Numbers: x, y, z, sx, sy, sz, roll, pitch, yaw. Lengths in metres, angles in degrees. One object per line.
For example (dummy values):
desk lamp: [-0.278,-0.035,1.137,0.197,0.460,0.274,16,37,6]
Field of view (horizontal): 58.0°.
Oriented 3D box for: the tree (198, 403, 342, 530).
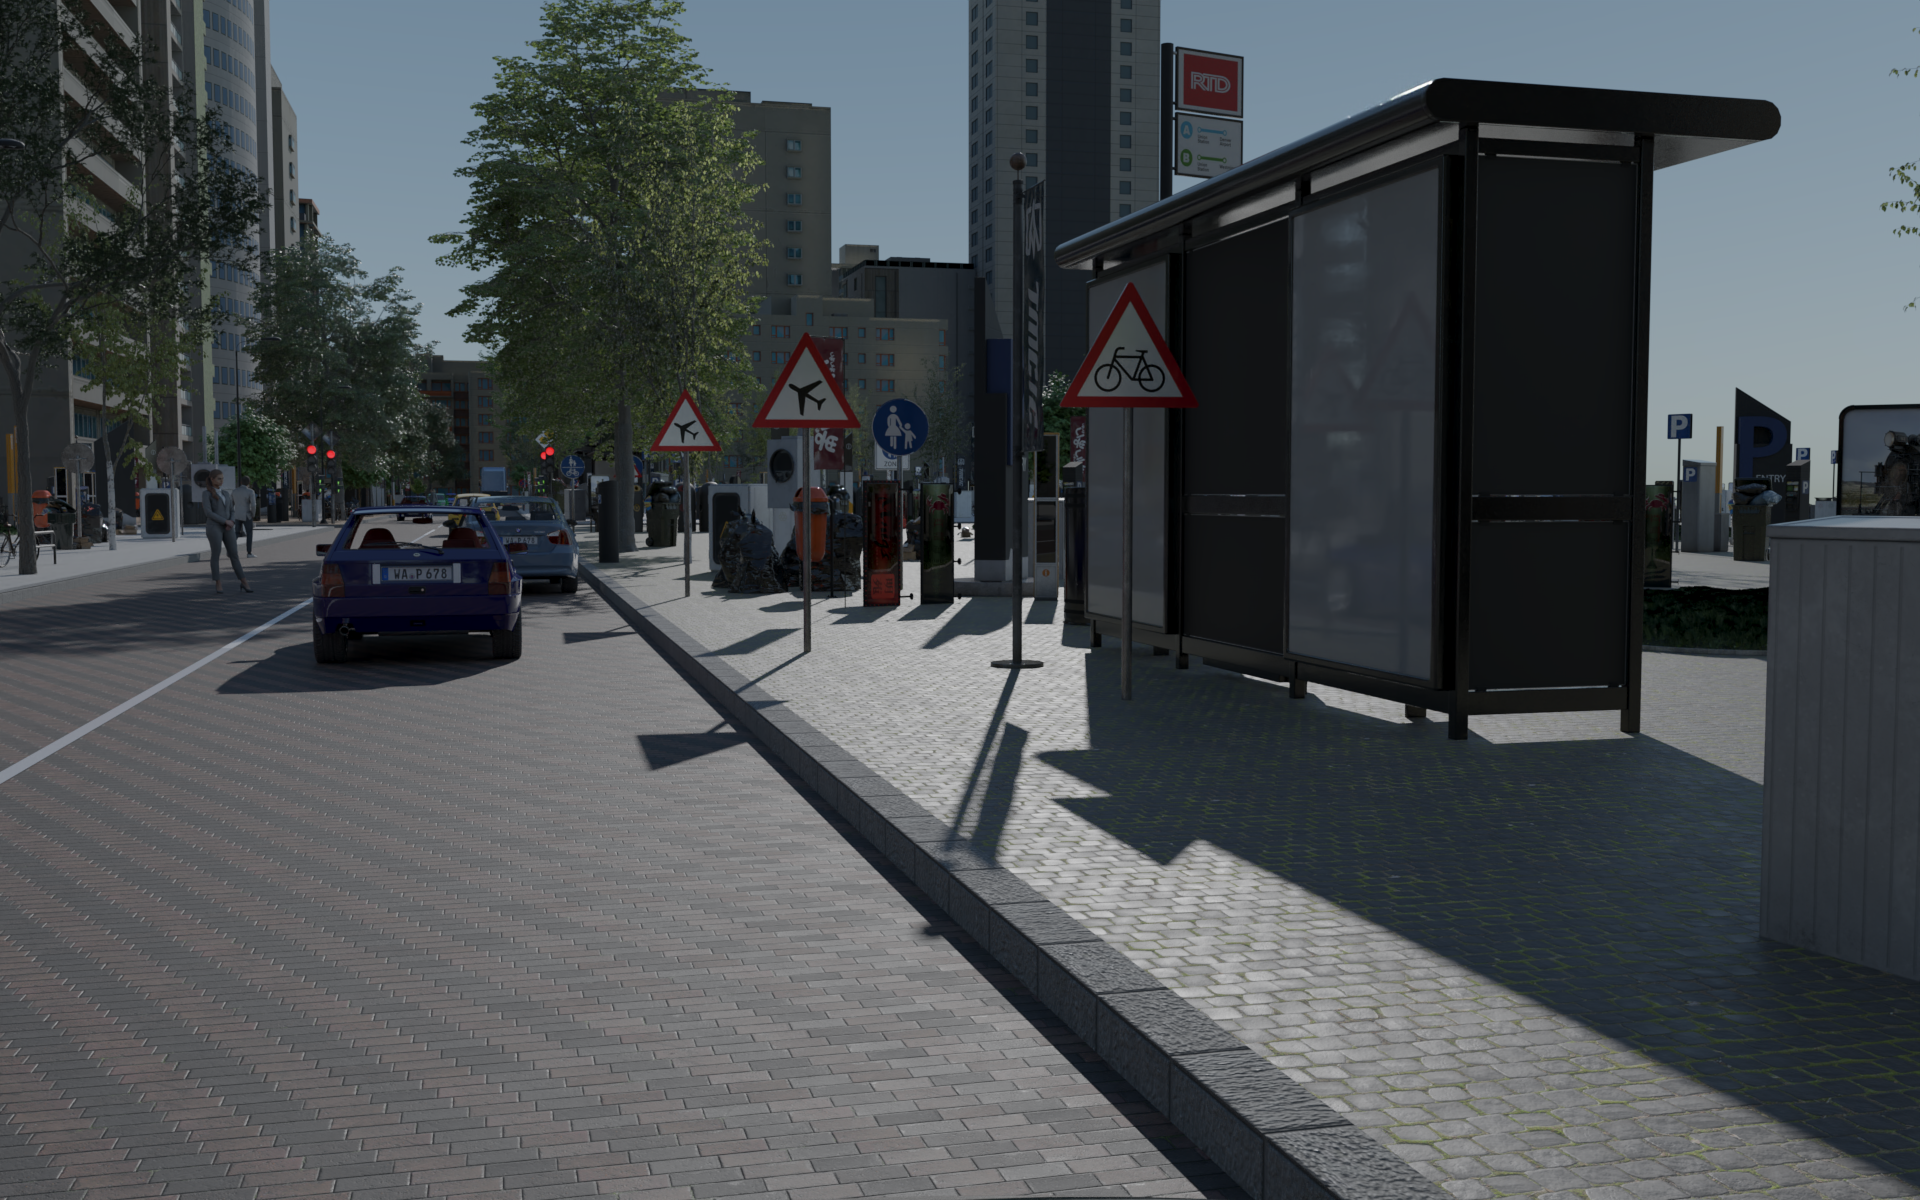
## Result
tree: [-25.218,-4.772,61.728,4.285,4.588,4.351,0,3,0]

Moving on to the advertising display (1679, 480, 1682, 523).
advertising display: [32.312,-4.425,77.556,0.123,1.923,0.974,2,4,27]

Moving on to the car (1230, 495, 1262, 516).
car: [13.299,-4.119,79.707,4.827,1.381,2.083,-1,4,-16]

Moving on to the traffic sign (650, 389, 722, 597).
traffic sign: [-3.412,-1.321,21.604,0.884,2.594,0.081,-1,4,-9]

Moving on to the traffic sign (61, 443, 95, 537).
traffic sign: [-21.860,-2.620,42.946,0.768,2.556,0.104,-1,4,-10]

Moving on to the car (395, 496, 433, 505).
car: [-29.525,-4.966,93.780,1.945,1.354,3.894,-1,4,-14]

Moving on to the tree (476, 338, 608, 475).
tree: [-24.757,-10.899,103.948,9.928,11.665,9.643,0,3,0]

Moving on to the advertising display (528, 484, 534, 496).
advertising display: [-28.285,-6.668,114.230,0.123,1.923,0.974,-2,4,-28]

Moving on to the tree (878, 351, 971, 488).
tree: [-1.447,-8.509,89.486,4.360,8.622,3.978,0,3,0]

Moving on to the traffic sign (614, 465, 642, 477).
traffic sign: [-10.561,-3.369,55.080,0.884,2.594,0.081,-1,4,-14]

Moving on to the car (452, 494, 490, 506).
car: [-16.973,-3.069,60.406,2.015,1.641,3.980,-1,4,-17]

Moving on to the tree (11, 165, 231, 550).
tree: [-19.147,-5.446,39.410,4.737,8.622,4.395,0,3,0]

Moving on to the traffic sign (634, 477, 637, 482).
traffic sign: [-12.020,-3.721,62.969,0.606,2.300,0.079,-1,4,-10]

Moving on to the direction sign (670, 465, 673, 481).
direction sign: [-22.214,-8.751,135.081,0.379,3.537,0.876,3,5,44]

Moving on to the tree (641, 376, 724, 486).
tree: [-15.181,-8.699,92.597,4.737,8.622,4.395,0,3,0]

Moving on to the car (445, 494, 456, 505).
car: [-59.051,-11.706,200.987,1.945,1.707,3.694,-1,4,-13]

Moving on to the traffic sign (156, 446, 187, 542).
traffic sign: [-20.997,-2.817,46.169,0.768,2.556,0.104,-1,4,-11]

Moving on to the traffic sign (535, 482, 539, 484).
traffic sign: [-32.354,-8.169,133.662,0.768,2.556,0.104,-1,4,-9]

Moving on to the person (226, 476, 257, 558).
person: [-16.084,-1.862,38.794,0.661,1.843,0.795,1,4,11]

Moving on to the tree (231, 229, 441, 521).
tree: [-29.952,-10.793,83.113,9.857,13.997,8.962,0,3,0]

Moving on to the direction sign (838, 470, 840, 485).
direction sign: [-6.672,-6.364,96.047,0.379,3.537,0.876,1,4,9]

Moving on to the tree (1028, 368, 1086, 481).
tree: [2.624,-3.765,45.272,4.285,4.588,4.351,0,3,0]

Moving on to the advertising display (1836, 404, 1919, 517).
advertising display: [6.805,-0.439,12.390,0.974,1.923,0.123,2,4,30]

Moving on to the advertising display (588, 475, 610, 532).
advertising display: [-12.206,-3.267,58.633,0.123,1.923,0.974,2,4,31]

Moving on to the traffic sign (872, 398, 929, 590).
traffic sign: [-0.803,-1.412,23.188,0.768,2.556,0.104,-1,4,-9]

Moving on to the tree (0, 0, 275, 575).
tree: [-14.860,-5.706,27.706,8.767,10.594,7.601,0,4,2]

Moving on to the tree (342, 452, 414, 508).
tree: [-34.023,-6.986,97.941,4.285,4.588,4.351,0,3,0]

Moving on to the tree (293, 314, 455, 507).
tree: [-37.973,-11.848,110.725,9.611,12.733,9.660,0,3,0]

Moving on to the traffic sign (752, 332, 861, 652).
traffic sign: [-1.243,-0.857,14.023,0.884,2.594,0.081,-1,4,-14]

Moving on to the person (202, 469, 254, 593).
person: [-10.594,-0.994,25.034,0.573,1.790,0.520,1,4,9]

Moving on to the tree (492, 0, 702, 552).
tree: [-7.767,-7.333,38.015,7.486,12.596,7.792,0,3,0]

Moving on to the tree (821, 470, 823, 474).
tree: [-11.168,-11.268,134.597,4.737,8.622,4.395,0,3,0]

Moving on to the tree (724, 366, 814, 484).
tree: [-11.063,-9.178,100.418,4.737,8.622,4.395,0,3,0]

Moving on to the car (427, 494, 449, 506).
car: [-42.993,-8.162,142.250,1.959,1.807,4.718,-1,4,-13]

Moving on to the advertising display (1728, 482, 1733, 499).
advertising display: [42.348,-5.453,94.374,0.123,1.923,0.974,-3,5,-40]

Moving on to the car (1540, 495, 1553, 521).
car: [29.881,-4.554,86.465,4.499,1.417,2.014,-1,4,-17]

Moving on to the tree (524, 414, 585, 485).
tree: [-28.400,-10.393,120.289,4.737,8.622,4.395,0,3,0]

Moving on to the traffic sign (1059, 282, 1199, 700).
traffic sign: [1.039,-0.656,10.733,0.884,2.594,0.081,-1,4,-10]

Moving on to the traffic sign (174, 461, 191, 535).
traffic sign: [-24.316,-3.178,54.098,0.606,2.300,0.079,-1,4,-11]

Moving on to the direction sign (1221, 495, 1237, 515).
direction sign: [3.257,-1.795,21.344,0.379,3.537,0.876,-1,4,-14]

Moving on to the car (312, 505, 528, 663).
car: [-5.016,-0.220,16.171,1.945,1.354,3.894,-1,4,-16]

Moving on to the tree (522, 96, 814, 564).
tree: [-5.219,-4.966,31.557,4.360,8.622,3.978,0,3,0]

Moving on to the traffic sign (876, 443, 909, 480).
traffic sign: [-1.186,-1.719,30.239,0.606,2.300,0.079,-1,4,-10]

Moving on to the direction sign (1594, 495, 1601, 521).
direction sign: [6.947,-1.641,18.829,0.876,3.537,0.379,3,4,37]

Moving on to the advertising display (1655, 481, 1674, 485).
advertising display: [33.686,-4.749,82.864,0.123,1.923,0.974,-2,4,-33]

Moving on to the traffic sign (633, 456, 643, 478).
traffic sign: [-10.796,-3.477,56.948,0.768,2.556,0.104,0,4,-6]

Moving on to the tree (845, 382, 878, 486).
tree: [-6.423,-9.951,113.060,4.360,8.622,3.978,0,3,0]

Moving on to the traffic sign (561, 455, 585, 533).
traffic sign: [-12.639,-3.453,56.568,0.768,2.556,0.104,-1,4,-8]

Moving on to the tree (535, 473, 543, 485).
tree: [-30.815,-8.283,130.023,1.663,3.219,1.824,0,3,0]

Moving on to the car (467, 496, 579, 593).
car: [-6.762,-0.866,26.158,2.014,1.417,4.499,-1,4,-17]

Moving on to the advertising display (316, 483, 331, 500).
advertising display: [-37.099,-5.865,101.110,0.974,1.923,0.123,-3,5,-45]

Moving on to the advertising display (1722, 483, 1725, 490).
advertising display: [45.869,-6.078,104.582,0.974,1.923,0.123,-3,4,-38]

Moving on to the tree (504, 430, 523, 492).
tree: [-34.895,-11.736,142.251,4.360,8.622,3.978,0,3,0]

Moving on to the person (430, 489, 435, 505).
person: [-39.203,-7.336,128.538,0.767,1.812,0.694,-2,4,-28]

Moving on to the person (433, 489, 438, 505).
person: [-39.680,-7.443,130.381,0.709,1.800,0.728,1,4,9]

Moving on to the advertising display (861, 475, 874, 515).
advertising display: [-3.103,-3.232,58.061,0.123,1.923,0.974,-1,4,-21]

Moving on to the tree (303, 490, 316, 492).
tree: [-46.124,-7.832,122.652,1.663,3.219,1.824,0,3,0]

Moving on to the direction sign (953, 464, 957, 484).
direction sign: [-0.143,-8.419,129.649,0.876,3.537,0.379,1,4,22]
